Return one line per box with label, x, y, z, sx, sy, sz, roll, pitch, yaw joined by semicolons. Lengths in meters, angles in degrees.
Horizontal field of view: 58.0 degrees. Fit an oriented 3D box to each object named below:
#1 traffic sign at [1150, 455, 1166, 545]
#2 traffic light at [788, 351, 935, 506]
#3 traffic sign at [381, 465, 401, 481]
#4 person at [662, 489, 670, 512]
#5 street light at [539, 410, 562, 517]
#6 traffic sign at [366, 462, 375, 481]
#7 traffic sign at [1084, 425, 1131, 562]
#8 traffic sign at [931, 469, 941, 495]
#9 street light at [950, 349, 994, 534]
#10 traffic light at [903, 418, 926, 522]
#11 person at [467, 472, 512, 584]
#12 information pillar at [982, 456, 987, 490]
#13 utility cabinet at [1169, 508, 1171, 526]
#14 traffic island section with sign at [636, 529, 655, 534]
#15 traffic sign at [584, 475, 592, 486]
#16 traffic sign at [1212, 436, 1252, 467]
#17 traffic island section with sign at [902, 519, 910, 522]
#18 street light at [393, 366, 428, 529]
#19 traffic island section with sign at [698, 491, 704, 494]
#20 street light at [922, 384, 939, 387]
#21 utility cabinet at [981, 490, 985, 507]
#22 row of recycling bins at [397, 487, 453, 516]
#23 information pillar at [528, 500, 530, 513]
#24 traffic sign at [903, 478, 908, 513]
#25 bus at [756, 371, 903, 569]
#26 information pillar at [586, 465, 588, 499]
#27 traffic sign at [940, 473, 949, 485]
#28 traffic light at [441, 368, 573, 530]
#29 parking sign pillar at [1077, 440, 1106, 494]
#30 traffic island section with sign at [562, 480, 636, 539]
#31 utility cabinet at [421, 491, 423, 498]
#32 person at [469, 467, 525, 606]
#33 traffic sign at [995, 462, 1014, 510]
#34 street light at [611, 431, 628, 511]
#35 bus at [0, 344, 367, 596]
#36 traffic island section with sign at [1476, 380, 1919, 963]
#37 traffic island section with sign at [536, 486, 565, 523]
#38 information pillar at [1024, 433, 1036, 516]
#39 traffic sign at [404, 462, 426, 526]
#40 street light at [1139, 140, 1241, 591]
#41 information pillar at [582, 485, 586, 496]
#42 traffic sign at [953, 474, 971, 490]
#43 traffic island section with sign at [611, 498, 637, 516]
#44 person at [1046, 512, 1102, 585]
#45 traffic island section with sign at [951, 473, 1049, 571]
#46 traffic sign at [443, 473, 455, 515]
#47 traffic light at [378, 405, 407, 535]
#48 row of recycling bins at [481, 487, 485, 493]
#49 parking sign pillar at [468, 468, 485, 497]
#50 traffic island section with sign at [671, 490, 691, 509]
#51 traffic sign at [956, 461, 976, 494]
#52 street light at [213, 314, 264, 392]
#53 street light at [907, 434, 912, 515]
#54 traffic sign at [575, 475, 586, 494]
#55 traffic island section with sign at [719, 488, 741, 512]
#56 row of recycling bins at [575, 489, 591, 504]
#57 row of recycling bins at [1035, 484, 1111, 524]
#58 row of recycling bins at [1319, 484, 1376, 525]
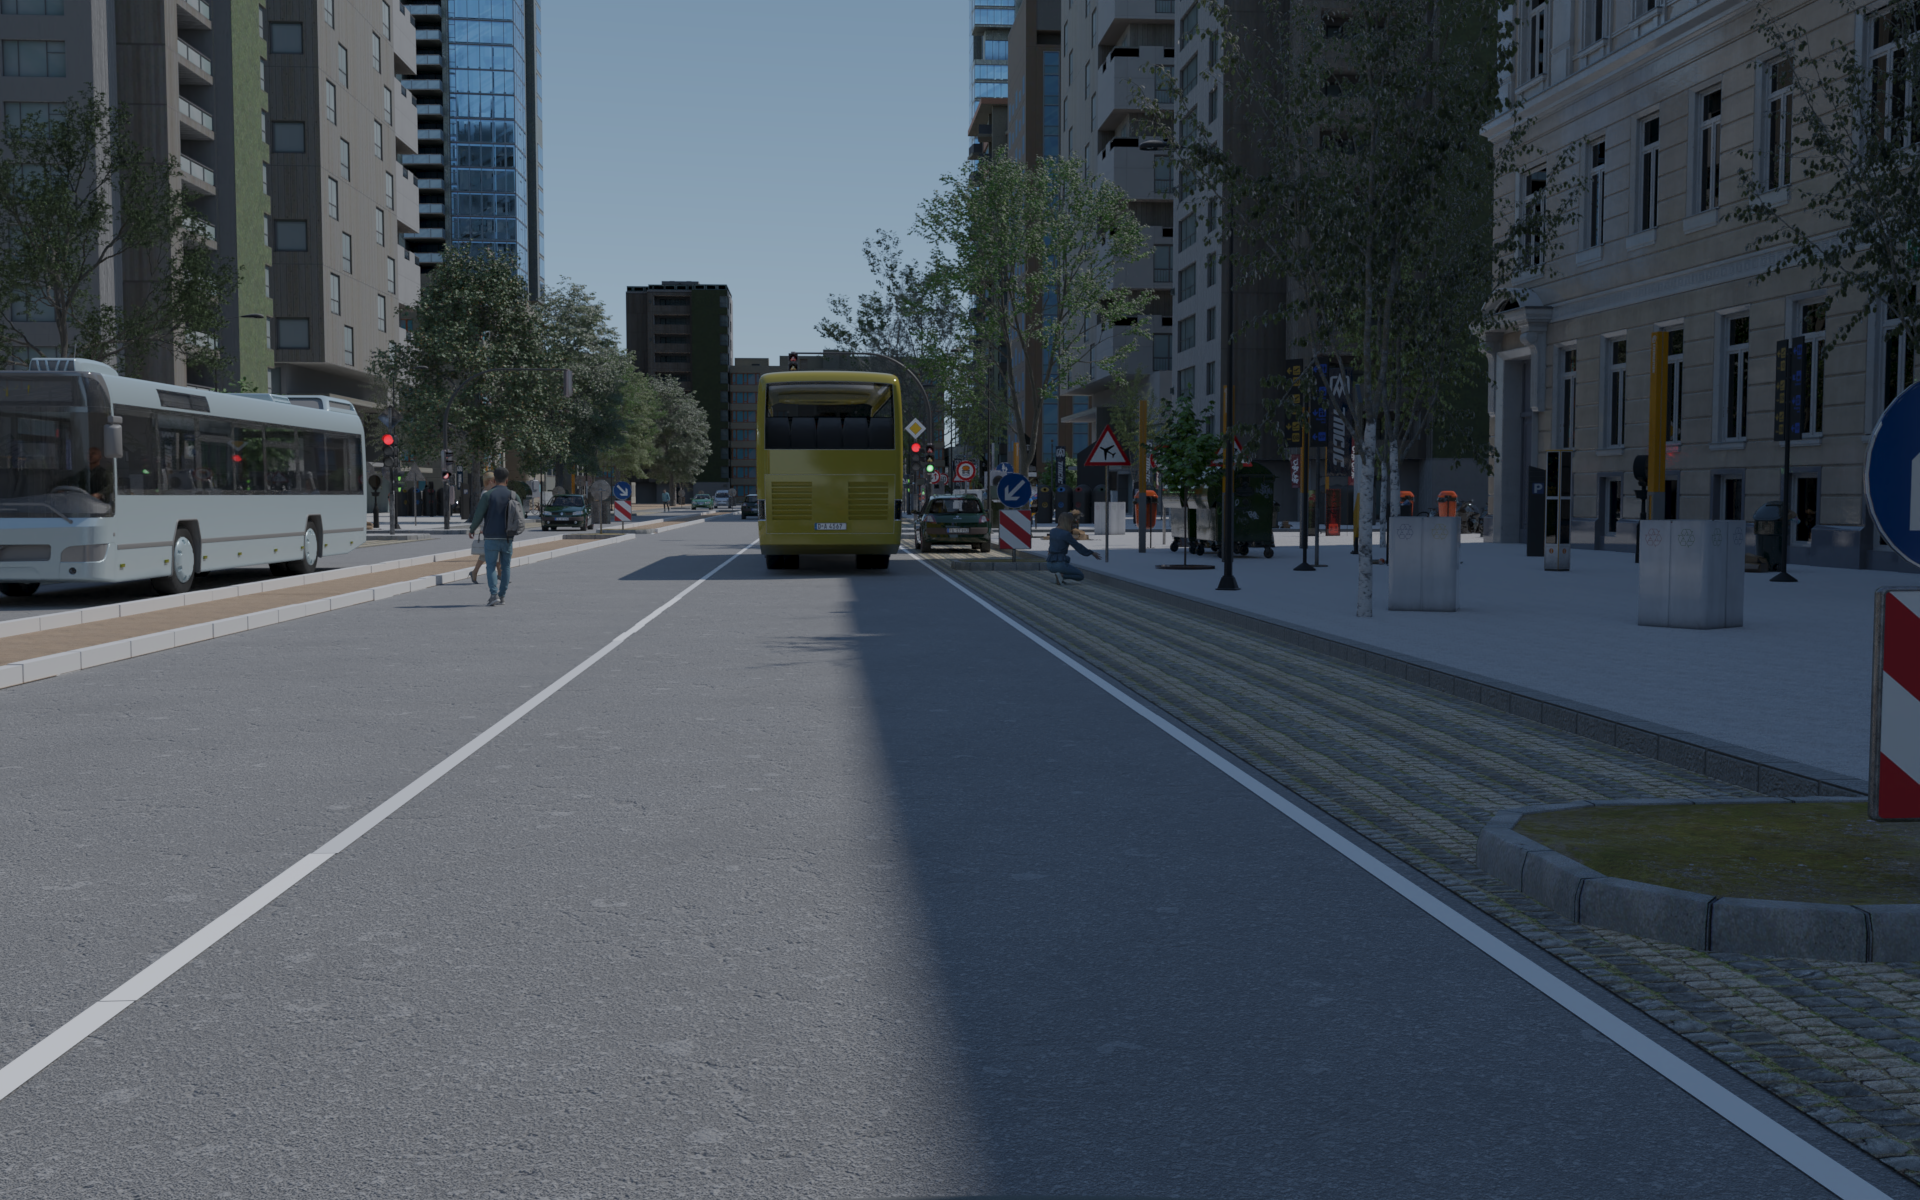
traffic sign;5.186;-2.680;43.926;0.768;2.556;0.104;0;4;1
traffic light;-3.098;-4.946;55.529;4.771;5.953;1.251;0;4;-5
traffic sign;-22.387;-4.164;68.181;0.768;2.556;0.104;0;4;-1
person;-23.270;-7.871;137.214;0.660;1.820;0.620;1;4;13
street light;-22.661;-7.547;95.930;1.470;5.913;1.316;0;4;-5
traffic sign;-23.203;-4.124;67.531;0.768;2.556;0.104;0;4;2
traffic sign;2.760;-1.986;32.483;0.884;2.594;0.081;0;4;-3
traffic sign;-1.360;-5.384;88.139;0.768;2.556;0.104;0;4;-4
street light;0.380;-5.074;55.495;1.470;5.913;1.316;0;4;-5
traffic light;-1.655;-4.580;63.796;0.839;4.253;0.868;0;4;-5
person;-7.527;-1.150;27.660;0.624;1.780;0.694;1;4;9
information pillar;1.524;-6.950;104.995;0.504;3.616;0.183;3;5;44
utility cabinet;8.417;-3.626;67.959;0.318;1.500;1.173;0;4;1
traffic island section with sign;-12.141;-3.339;62.735;2.006;1.907;1.989;0;4;-5
traffic sign;-25.257;-7.165;117.252;0.768;2.556;0.104;0;4;3
traffic sign;5.221;-2.055;33.610;0.884;2.594;0.081;0;4;1
traffic island section with sign;-3.601;-4.903;88.792;1.989;1.847;2.006;0;4;-5
street light;-19.983;-5.528;62.918;1.470;5.913;1.316;0;4;-5
traffic island section with sign;-28.513;-11.173;191.307;1.989;1.847;2.006;0;4;-5
street light;-0.902;-6.166;73.357;1.470;5.913;1.316;0;4;-5
utility cabinet;1.199;-4.681;85.209;0.318;1.500;1.173;3;5;42
row of recycling bins;-31.249;-5.713;100.528;3.534;1.692;1.069;-3;5;-40
information pillar;-29.605;-6.961;118.307;0.304;2.012;0.304;-3;5;-42
traffic sign;-3.680;-7.017;114.835;0.768;2.556;0.104;0;4;-2
bus;-2.796;-2.716;35.948;2.896;3.916;12.252;0;4;-5
information pillar;-24.215;-7.401;112.365;0.183;3.616;0.504;-1;4;-9
traffic sign;-1.037;-6.355;104.004;0.768;2.556;0.104;0;4;3
traffic light;-16.434;-5.380;62.639;4.771;5.953;1.251;0;4;-5
parking sign pillar;5.941;-5.492;78.265;1.447;3.967;1.447;0;4;6
traffic island section with sign;-11.561;-2.888;55.350;2.006;1.907;1.989;0;4;-5
utility cabinet;-40.435;-7.420;129.994;1.173;1.500;0.318;1;4;9
person;-5.950;-0.828;22.383;0.623;1.781;0.721;-3;5;-44
traffic sign;1.798;-4.262;69.782;0.768;2.556;0.104;0;4;3
street light;-25.282;-9.524;128.266;1.470;5.913;1.316;0;4;-5
bus;-12.387;-1.974;27.130;2.948;3.499;13.247;0;4;-4
traffic island section with sign;2.997;0.147;6.224;1.989;1.847;2.006;0;4;-5
traffic island section with sign;-20.194;-4.801;87.120;1.989;1.847;2.006;0;4;-5
information pillar;2.670;-4.582;66.275;0.504;3.616;0.183;0;4;-6
traffic sign;-21.941;-4.265;69.741;0.884;2.594;0.081;0;4;2
street light;3.049;-3.084;22.973;1.470;5.913;1.316;0;4;-5
information pillar;-27.827;-7.585;128.514;0.304;2.012;0.304;3;5;42
traffic sign;0.056;-4.686;76.613;0.884;2.594;0.081;0;4;-3
traffic island section with sign;-22.332;-6.444;113.991;1.989;1.847;2.006;0;4;-5
person;1.642;-0.821;27.424;0.738;1.151;1.012;-3;4;-38
traffic island section with sign;0.852;-1.496;33.094;1.989;1.847;2.006;0;4;-5
traffic sign;-25.261;-5.110;85.686;0.606;2.300;0.079;0;4;1
traffic light;-17.876;-4.010;54.478;0.839;4.253;0.868;0;4;-5
row of recycling bins;-25.791;-5.488;96.847;1.069;1.692;3.534;1;4;19
parking sign pillar;-37.791;-8.989;135.445;1.447;3.967;1.447;0;4;8
traffic island section with sign;-26.373;-9.530;164.437;1.989;1.847;2.006;0;4;-5
traffic sign;0.225;-4.028;65.957;0.768;2.556;0.104;0;4;-2
street light;-18.615;-4.413;44.693;1.470;5.913;1.316;0;4;-5
street light;-3.663;-8.191;106.457;1.470;5.913;1.316;0;4;-5
traffic sign;-25.571;-7.124;116.591;0.768;2.556;0.104;0;4;-3
traffic island section with sign;-18.134;-7.920;137.635;2.006;1.907;1.989;0;4;-5
row of recycling bins;-28.661;-7.619;131.676;1.069;1.692;3.534;-2;4;-29
row of recycling bins;4.883;-4.162;75.163;3.534;1.692;1.069;2;4;25
row of recycling bins;16.032;-3.978;72.154;1.069;1.692;3.534;-2;4;-25
